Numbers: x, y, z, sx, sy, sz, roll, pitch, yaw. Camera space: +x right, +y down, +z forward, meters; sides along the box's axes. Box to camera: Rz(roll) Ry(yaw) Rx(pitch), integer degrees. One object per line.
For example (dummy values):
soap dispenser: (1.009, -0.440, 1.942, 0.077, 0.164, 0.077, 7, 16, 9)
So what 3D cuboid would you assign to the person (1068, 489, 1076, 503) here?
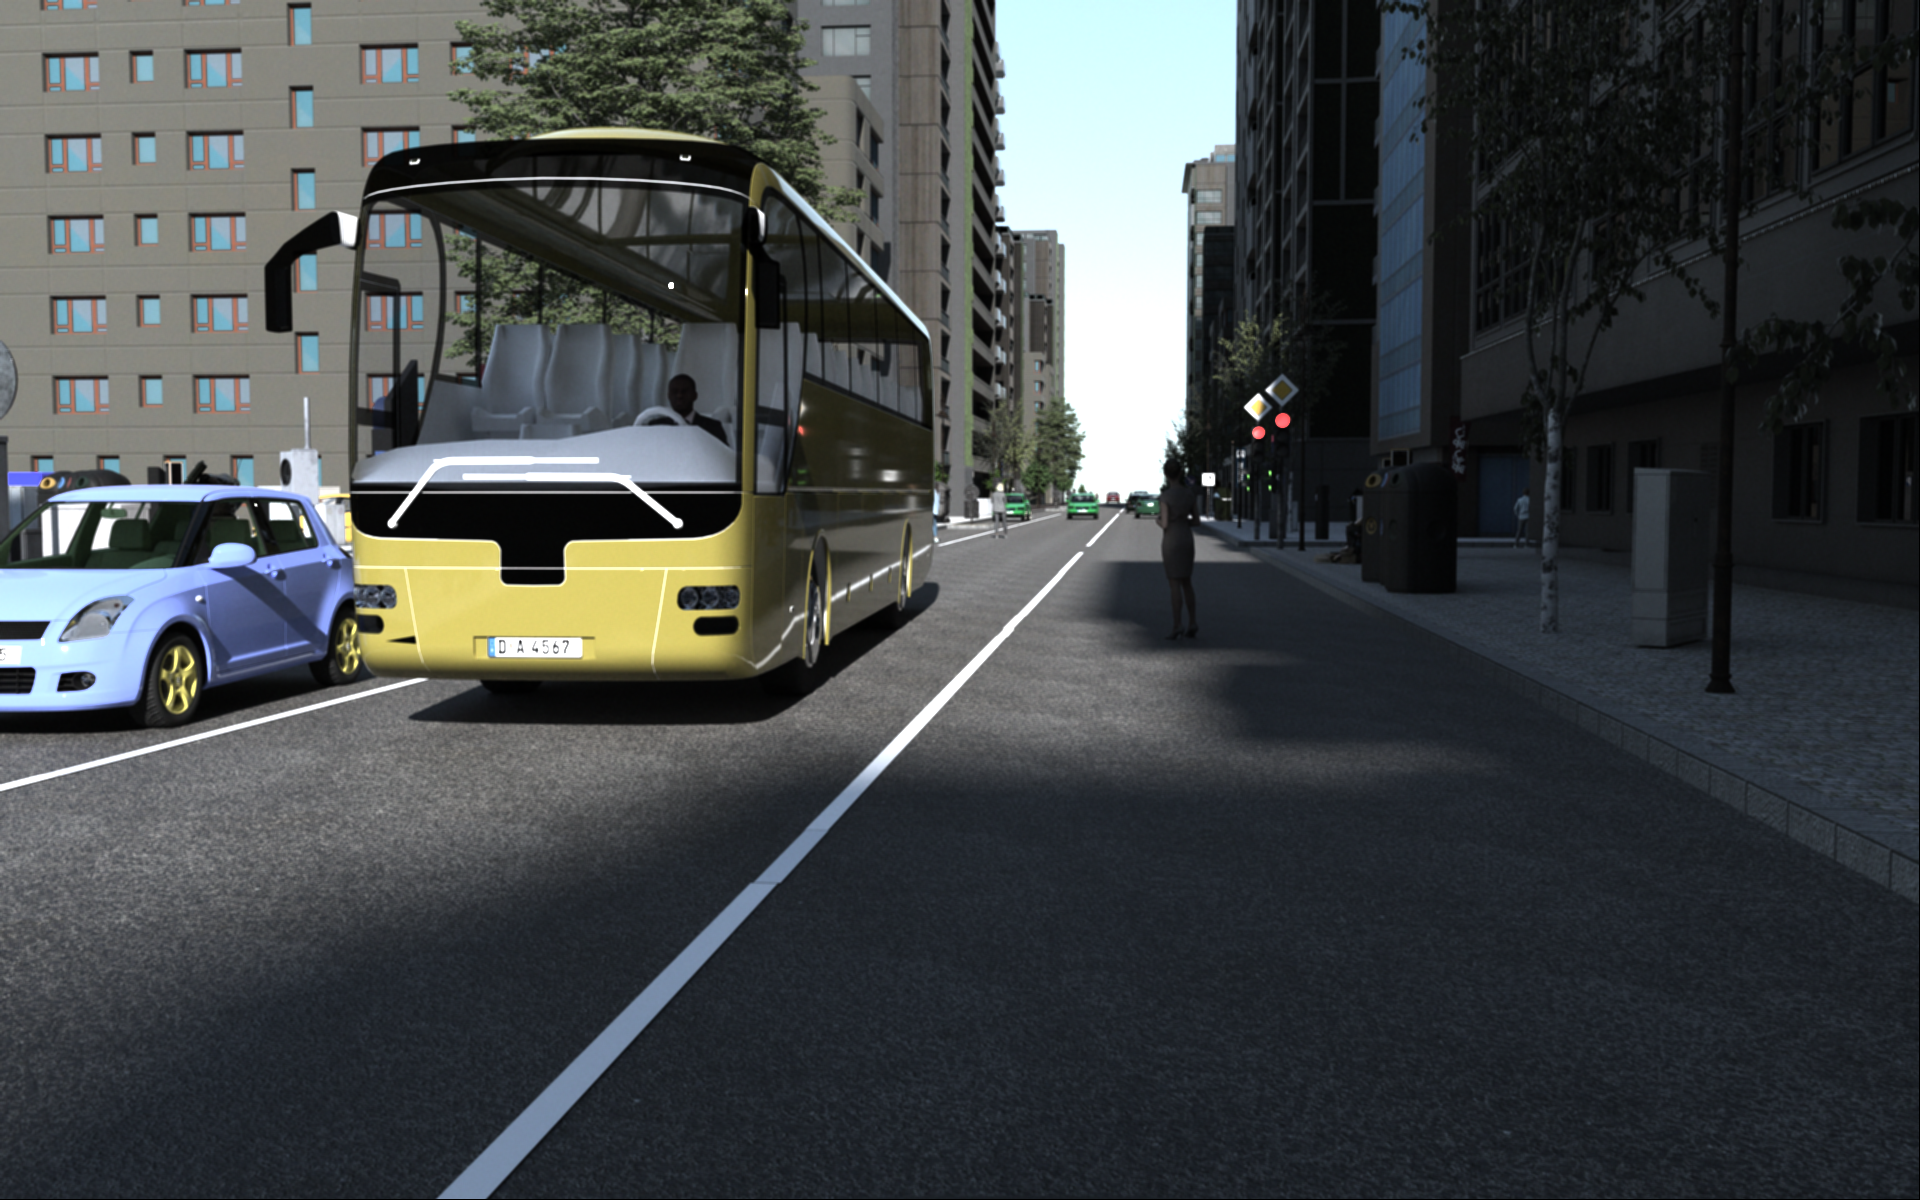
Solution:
person: (7.436, -6.387, 113.276, 0.623, 1.781, 0.721, -1, 4, -23)

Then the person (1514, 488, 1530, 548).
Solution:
person: (14.722, -2.127, 45.084, 0.589, 1.601, 0.330, 3, 4, 38)

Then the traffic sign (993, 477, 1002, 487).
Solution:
traffic sign: (2.289, -6.343, 105.838, 0.606, 2.300, 0.079, 0, 4, 8)

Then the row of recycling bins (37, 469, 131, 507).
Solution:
row of recycling bins: (-15.199, -1.409, 30.152, 1.069, 1.692, 3.534, -3, 5, -39)

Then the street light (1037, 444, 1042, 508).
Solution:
street light: (7.048, -11.140, 154.931, 0.468, 5.910, 1.993, 0, 4, 6)

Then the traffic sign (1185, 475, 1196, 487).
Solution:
traffic sign: (15.413, -7.081, 115.879, 0.768, 2.556, 0.104, 0, 4, 7)

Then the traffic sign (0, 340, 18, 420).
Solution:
traffic sign: (-7.651, -0.816, 13.451, 0.768, 2.556, 0.104, 1, 4, 13)

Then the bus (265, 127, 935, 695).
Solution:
bus: (-2.005, -1.473, 15.627, 2.896, 3.916, 12.252, 0, 4, 4)

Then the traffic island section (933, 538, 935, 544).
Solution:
traffic island section: (-1.820, -1.661, 49.442, 2.009, 0.180, 2.903, 0, 4, 6)

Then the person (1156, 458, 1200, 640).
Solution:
person: (2.136, -0.505, 17.090, 0.599, 1.781, 0.374, -2, 4, -35)

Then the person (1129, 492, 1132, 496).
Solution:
person: (24.838, -14.818, 251.438, 0.551, 1.740, 0.621, -1, 4, -22)

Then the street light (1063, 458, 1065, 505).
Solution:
street light: (12.527, -14.448, 209.006, 0.468, 5.910, 1.993, 0, 4, 6)

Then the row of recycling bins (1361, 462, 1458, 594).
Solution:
row of recycling bins: (6.219, -1.029, 23.932, 1.069, 1.692, 3.534, 0, 4, 7)

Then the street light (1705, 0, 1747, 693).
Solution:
street light: (4.928, -2.340, 11.050, 0.468, 5.910, 1.993, 0, 4, 6)

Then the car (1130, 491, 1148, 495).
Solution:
car: (19.996, -11.198, 191.752, 2.281, 1.827, 5.304, 0, 4, 5)

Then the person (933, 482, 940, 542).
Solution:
person: (-0.775, -2.606, 51.369, 0.793, 1.790, 0.793, -1, 4, -12)

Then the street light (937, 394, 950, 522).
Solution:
street light: (-0.774, -6.511, 79.238, 0.468, 5.910, 1.993, 0, 4, 6)

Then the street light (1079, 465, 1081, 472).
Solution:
street light: (18.426, -17.900, 265.449, 0.468, 5.910, 1.993, 0, 4, 6)

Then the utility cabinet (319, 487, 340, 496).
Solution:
utility cabinet: (-18.871, -2.586, 50.967, 1.173, 1.500, 0.318, -3, 5, -41)

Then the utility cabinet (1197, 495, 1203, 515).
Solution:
utility cabinet: (14.780, -5.840, 106.651, 0.306, 1.237, 1.020, 1, 4, 14)

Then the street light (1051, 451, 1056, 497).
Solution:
street light: (9.925, -12.855, 182.970, 0.468, 5.910, 1.993, 0, 4, 6)

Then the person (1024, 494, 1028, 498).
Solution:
person: (7.399, -11.991, 204.186, 1.348, 1.869, 0.705, -1, 4, -19)

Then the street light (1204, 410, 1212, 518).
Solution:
street light: (13.408, -7.398, 93.742, 0.468, 5.910, 1.993, 0, 4, 6)

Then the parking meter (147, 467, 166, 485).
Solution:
parking meter: (-17.322, -1.937, 37.385, 0.255, 1.863, 0.399, 0, 4, -5)

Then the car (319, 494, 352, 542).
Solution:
car: (-16.782, -2.199, 46.184, 3.980, 1.641, 2.015, 0, 4, 4)

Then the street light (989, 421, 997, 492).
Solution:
street light: (2.099, -8.226, 107.277, 0.468, 5.910, 1.993, 0, 4, 6)

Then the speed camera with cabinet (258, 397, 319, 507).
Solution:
speed camera with cabinet: (-13.975, -2.545, 35.939, 0.660, 3.252, 2.038, -3, 5, -42)

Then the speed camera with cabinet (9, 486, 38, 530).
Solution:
speed camera with cabinet: (-18.976, -2.402, 33.601, 2.038, 3.252, 0.660, 0, 4, 5)

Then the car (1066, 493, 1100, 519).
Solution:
car: (7.052, -5.534, 99.275, 1.959, 1.807, 4.718, 0, 4, 5)

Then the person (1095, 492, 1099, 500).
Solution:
person: (21.289, -15.888, 268.794, 0.617, 1.759, 0.750, -1, 4, -12)

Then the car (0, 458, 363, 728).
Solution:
car: (-5.518, -0.134, 11.775, 1.945, 1.707, 3.694, 0, 4, 5)

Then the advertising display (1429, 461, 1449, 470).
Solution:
advertising display: (9.547, -1.804, 34.710, 0.123, 1.923, 0.974, 0, 4, -4)

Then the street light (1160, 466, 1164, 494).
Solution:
street light: (32.508, -18.848, 280.955, 0.468, 5.910, 1.993, 0, 4, 6)

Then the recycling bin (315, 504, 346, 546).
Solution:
recycling bin: (-15.659, -1.843, 42.686, 0.722, 1.027, 0.722, 2, 4, 26)

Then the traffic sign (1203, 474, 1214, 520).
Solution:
traffic sign: (12.304, -5.118, 85.810, 0.606, 2.300, 0.079, 1, 4, 12)

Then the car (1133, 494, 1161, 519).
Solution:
car: (11.323, -5.567, 102.810, 2.131, 1.459, 4.920, 0, 4, 7)

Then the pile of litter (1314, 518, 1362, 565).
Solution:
pile of litter: (7.182, -1.117, 32.233, 1.176, 0.858, 1.719, 0, 4, 4)

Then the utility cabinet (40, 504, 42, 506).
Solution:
utility cabinet: (-7.301, -0.213, 14.640, 1.020, 1.237, 0.306, 2, 4, 27)

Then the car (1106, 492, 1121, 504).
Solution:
car: (23.385, -15.649, 264.528, 2.281, 1.827, 5.304, 0, 4, 5)

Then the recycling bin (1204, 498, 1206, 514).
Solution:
recycling bin: (15.592, -6.110, 112.452, 0.722, 1.027, 0.722, -1, 4, -11)

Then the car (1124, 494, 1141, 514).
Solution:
car: (13.137, -7.228, 127.963, 2.009, 1.686, 4.222, 0, 4, 6)

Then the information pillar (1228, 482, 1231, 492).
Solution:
information pillar: (16.343, -6.135, 104.799, 0.304, 2.012, 0.304, 0, 4, 8)

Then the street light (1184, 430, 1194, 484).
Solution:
street light: (16.263, -9.141, 122.246, 0.468, 5.910, 1.993, 0, 4, 6)

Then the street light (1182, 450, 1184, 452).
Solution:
street light: (18.343, -10.312, 141.386, 0.468, 5.910, 1.993, 0, 4, 6)

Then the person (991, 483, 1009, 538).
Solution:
person: (1.283, -2.904, 56.162, 0.537, 1.800, 0.526, 2, 4, 26)

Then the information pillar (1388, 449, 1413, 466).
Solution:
information pillar: (7.156, -1.444, 28.105, 0.304, 2.012, 0.304, 2, 4, 25)

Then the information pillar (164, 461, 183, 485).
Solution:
information pillar: (-17.778, -2.124, 39.215, 0.304, 2.012, 0.304, -3, 5, -45)

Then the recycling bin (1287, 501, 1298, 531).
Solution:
recycling bin: (11.312, -2.902, 60.000, 0.722, 1.027, 0.722, 0, 4, 4)

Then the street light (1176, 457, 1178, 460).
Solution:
street light: (21.155, -12.058, 169.931, 0.468, 5.910, 1.993, 0, 4, 6)

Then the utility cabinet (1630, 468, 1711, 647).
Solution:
utility cabinet: (6.090, -0.374, 14.791, 0.318, 1.500, 1.173, 3, 4, 39)

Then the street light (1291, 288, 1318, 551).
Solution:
street light: (7.749, -4.055, 39.095, 0.468, 5.910, 1.993, 0, 4, 6)

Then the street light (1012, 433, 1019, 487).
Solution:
street light: (3.990, -9.366, 125.916, 0.468, 5.910, 1.993, 0, 4, 6)

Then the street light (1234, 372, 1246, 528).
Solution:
street light: (10.572, -5.661, 65.348, 0.468, 5.910, 1.993, 0, 4, 6)

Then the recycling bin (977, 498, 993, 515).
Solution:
recycling bin: (1.492, -5.631, 104.629, 0.722, 1.027, 0.722, 3, 4, 36)

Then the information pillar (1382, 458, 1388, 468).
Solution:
information pillar: (8.823, -1.895, 35.480, 0.304, 2.012, 0.304, 2, 4, 26)

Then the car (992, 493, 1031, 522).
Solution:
car: (2.734, -5.054, 91.430, 1.959, 1.807, 4.718, 0, 4, 7)

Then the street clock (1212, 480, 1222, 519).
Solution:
street clock: (12.950, -5.065, 87.376, 0.471, 2.002, 0.358, 2, 4, 27)

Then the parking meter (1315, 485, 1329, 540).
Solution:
parking meter: (10.202, -2.469, 48.772, 0.372, 1.533, 0.369, 0, 3, 0)
